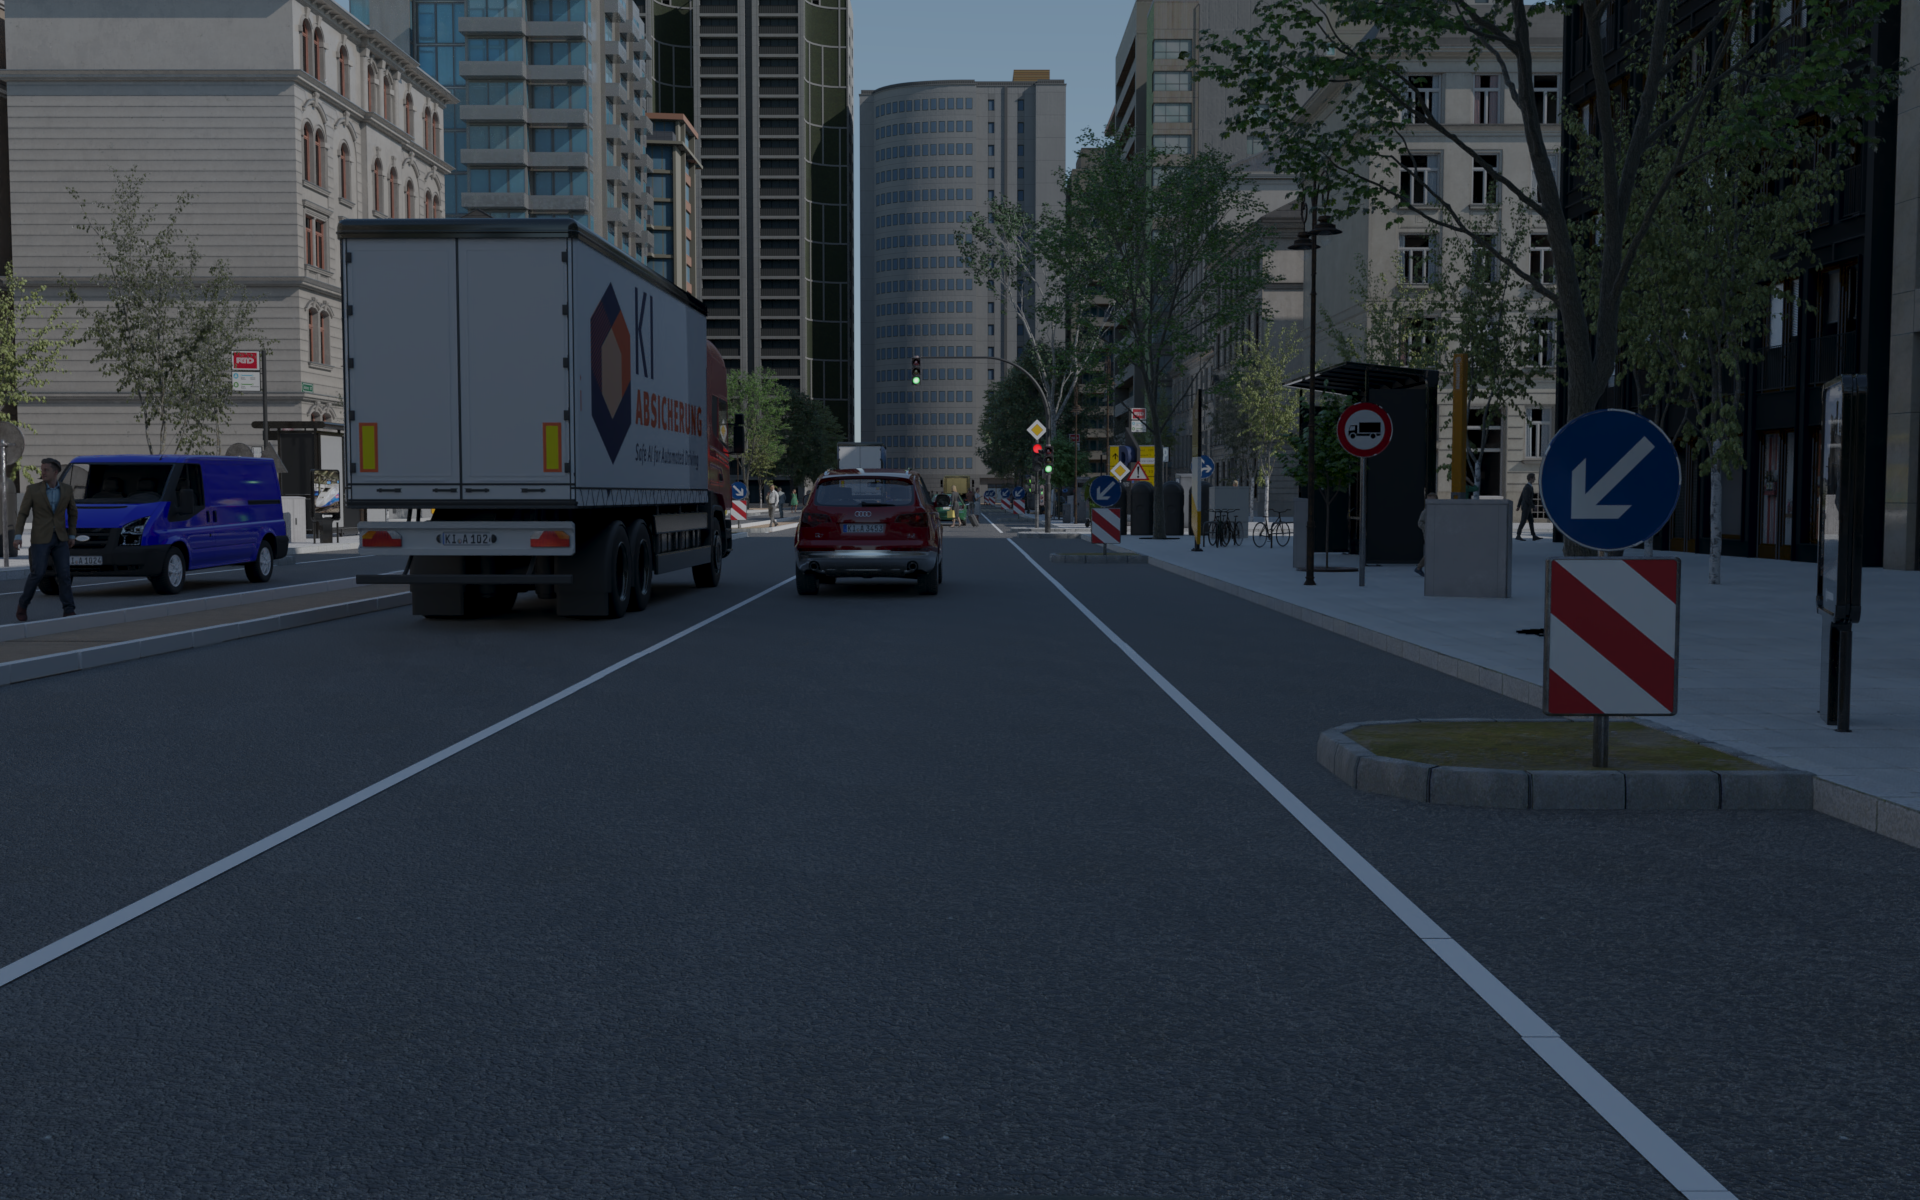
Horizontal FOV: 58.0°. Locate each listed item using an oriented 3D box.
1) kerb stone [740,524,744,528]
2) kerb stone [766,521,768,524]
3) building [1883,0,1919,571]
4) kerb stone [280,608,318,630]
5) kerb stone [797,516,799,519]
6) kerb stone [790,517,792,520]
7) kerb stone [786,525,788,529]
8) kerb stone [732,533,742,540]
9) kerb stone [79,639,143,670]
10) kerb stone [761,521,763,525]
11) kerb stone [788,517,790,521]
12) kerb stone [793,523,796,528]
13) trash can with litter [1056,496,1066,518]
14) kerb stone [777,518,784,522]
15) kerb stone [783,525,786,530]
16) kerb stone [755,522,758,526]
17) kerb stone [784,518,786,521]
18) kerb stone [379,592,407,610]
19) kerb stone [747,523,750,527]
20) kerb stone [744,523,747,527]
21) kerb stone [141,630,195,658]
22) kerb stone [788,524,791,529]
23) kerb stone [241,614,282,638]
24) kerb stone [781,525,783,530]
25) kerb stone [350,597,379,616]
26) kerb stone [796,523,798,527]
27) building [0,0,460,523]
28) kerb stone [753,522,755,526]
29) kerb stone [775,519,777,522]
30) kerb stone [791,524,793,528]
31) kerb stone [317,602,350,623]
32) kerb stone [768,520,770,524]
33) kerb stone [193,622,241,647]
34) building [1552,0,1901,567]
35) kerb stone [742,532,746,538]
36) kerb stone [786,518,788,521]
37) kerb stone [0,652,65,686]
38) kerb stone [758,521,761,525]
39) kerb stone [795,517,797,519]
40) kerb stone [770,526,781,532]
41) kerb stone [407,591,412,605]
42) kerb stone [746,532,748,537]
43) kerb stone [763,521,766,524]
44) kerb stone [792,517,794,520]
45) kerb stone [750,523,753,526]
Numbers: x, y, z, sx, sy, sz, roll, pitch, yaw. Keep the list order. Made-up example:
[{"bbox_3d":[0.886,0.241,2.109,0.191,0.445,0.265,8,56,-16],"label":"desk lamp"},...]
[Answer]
[{"bbox_3d":[-9.288,-3.079,72.541,0.120,0.150,1.000,0,3,0],"label":"kerb stone"},{"bbox_3d":[-9.285,-3.643,81.763,0.120,0.150,1.000,0,3,0],"label":"kerb stone"},{"bbox_3d":[25.391,-12.682,11.863,19.350,26.468,34.151,0,3,0],"label":"building"},{"bbox_3d":[-7.206,0.215,18.696,0.120,0.150,1.000,0,3,0],"label":"kerb stone"},{"bbox_3d":[-9.285,-4.584,97.138,0.120,0.150,1.000,0,3,0],"label":"kerb stone"},{"bbox_3d":[-9.278,-4.332,93.028,0.120,0.150,1.000,0,3,0],"label":"kerb stone"},{"bbox_3d":[-7.194,-2.953,70.482,0.120,0.150,1.000,0,3,0],"label":"kerb stone"},{"bbox_3d":[-7.199,-2.042,55.616,0.120,0.150,1.000,0,3,0],"label":"kerb stone"},{"bbox_3d":[-7.207,0.465,14.591,0.120,0.150,1.000,0,3,0],"label":"kerb stone"},{"bbox_3d":[-9.283,-3.518,79.716,0.120,0.150,1.000,0,3,0],"label":"kerb stone"},{"bbox_3d":[-9.279,-4.267,92.006,0.120,0.150,1.000,0,3,0],"label":"kerb stone"},{"bbox_3d":[-7.193,-3.139,73.554,0.120,0.150,1.000,0,3,0],"label":"kerb stone"},{"bbox_3d":[5.606,-5.117,95.051,0.624,1.170,1.055,-1,4,-8],"label":"trash can with litter"},{"bbox_3d":[-9.290,-4.082,88.932,0.120,0.150,1.000,0,3,0],"label":"kerb stone"},{"bbox_3d":[-7.187,-2.891,69.459,0.120,0.150,1.000,0,3,0],"label":"kerb stone"},{"bbox_3d":[-9.286,-3.392,77.660,0.120,0.150,1.000,0,3,0],"label":"kerb stone"},{"bbox_3d":[-9.296,-4.144,89.957,0.120,0.150,1.000,0,3,0],"label":"kerb stone"},{"bbox_3d":[-7.206,0.027,21.764,0.120,0.150,1.000,0,3,0],"label":"kerb stone"},{"bbox_3d":[-9.293,-3.201,74.590,0.120,0.150,1.000,0,3,0],"label":"kerb stone"},{"bbox_3d":[-9.291,-3.142,73.567,0.120,0.150,1.000,0,3,0],"label":"kerb stone"},{"bbox_3d":[-7.209,0.402,15.618,0.120,0.150,1.000,0,3,0],"label":"kerb stone"},{"bbox_3d":[-7.194,-3.016,71.507,0.120,0.150,1.000,0,3,0],"label":"kerb stone"},{"bbox_3d":[-7.207,0.282,17.674,0.120,0.150,1.000,0,3,0],"label":"kerb stone"},{"bbox_3d":[-7.189,-2.824,68.437,0.120,0.150,1.000,0,3,0],"label":"kerb stone"},{"bbox_3d":[-7.212,0.089,20.741,0.120,0.150,1.000,0,3,0],"label":"kerb stone"},{"bbox_3d":[-7.187,-3.204,74.580,0.120,0.150,1.000,0,3,0],"label":"kerb stone"},{"bbox_3d":[-35.178,-18.320,86.920,14.401,28.519,23.554,0,3,0],"label":"building"},{"bbox_3d":[-9.293,-3.330,76.637,0.120,0.150,1.000,0,3,0],"label":"kerb stone"},{"bbox_3d":[-9.289,-3.891,85.853,0.120,0.150,1.000,0,3,0],"label":"kerb stone"},{"bbox_3d":[-7.195,-3.079,72.529,0.120,0.150,1.000,0,3,0],"label":"kerb stone"},{"bbox_3d":[-7.213,0.151,19.719,0.120,0.150,1.000,0,3,0],"label":"kerb stone"},{"bbox_3d":[-9.283,-3.703,82.786,0.120,0.150,1.000,0,3,0],"label":"kerb stone"},{"bbox_3d":[-7.202,0.340,16.640,0.120,0.150,1.000,0,3,0],"label":"kerb stone"},{"bbox_3d":[21.894,-12.707,37.432,12.332,23.373,15.834,0,3,0],"label":"building"},{"bbox_3d":[-7.189,-2.107,56.638,0.120,0.150,1.000,0,3,0],"label":"kerb stone"},{"bbox_3d":[-9.281,-4.207,90.984,0.120,0.150,1.000,0,3,0],"label":"kerb stone"},{"bbox_3d":[-7.222,0.529,13.565,0.120,0.150,1.000,0,3,0],"label":"kerb stone"},{"bbox_3d":[-9.287,-3.456,78.694,0.120,0.150,1.000,0,3,0],"label":"kerb stone"},{"bbox_3d":[-9.282,-4.521,96.116,0.120,0.150,1.000,0,3,0],"label":"kerb stone"},{"bbox_3d":[-7.194,-2.766,67.414,0.120,0.150,1.000,0,3,0],"label":"kerb stone"},{"bbox_3d":[-7.216,-0.036,22.788,0.120,0.150,1.000,0,3,0],"label":"kerb stone"},{"bbox_3d":[-7.192,-2.169,57.659,0.120,0.150,1.000,0,3,0],"label":"kerb stone"},{"bbox_3d":[-9.289,-3.578,80.741,0.120,0.150,1.000,0,3,0],"label":"kerb stone"},{"bbox_3d":[-9.281,-4.395,94.051,0.120,0.150,1.000,0,3,0],"label":"kerb stone"},{"bbox_3d":[-9.290,-3.264,75.612,0.120,0.150,1.000,0,3,0],"label":"kerb stone"}]
